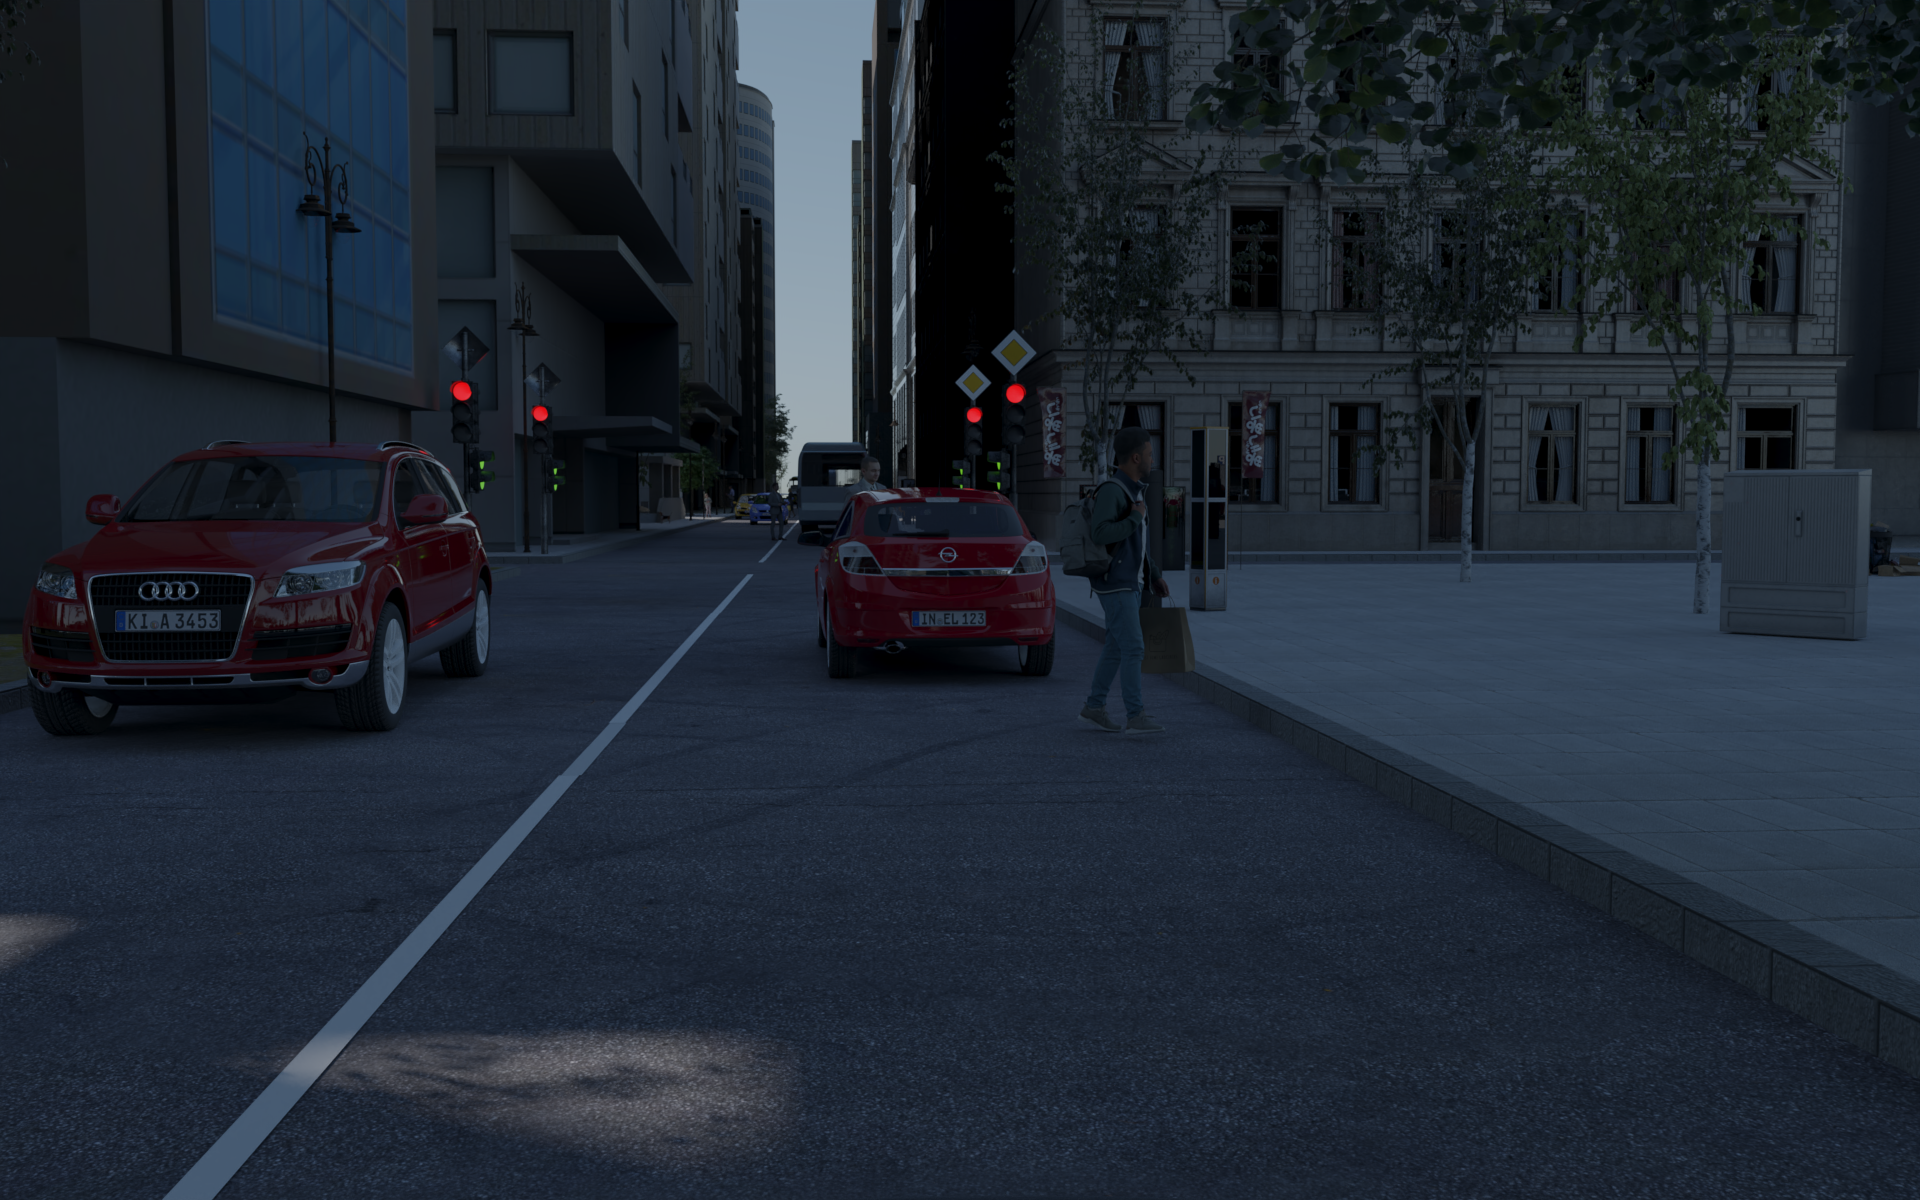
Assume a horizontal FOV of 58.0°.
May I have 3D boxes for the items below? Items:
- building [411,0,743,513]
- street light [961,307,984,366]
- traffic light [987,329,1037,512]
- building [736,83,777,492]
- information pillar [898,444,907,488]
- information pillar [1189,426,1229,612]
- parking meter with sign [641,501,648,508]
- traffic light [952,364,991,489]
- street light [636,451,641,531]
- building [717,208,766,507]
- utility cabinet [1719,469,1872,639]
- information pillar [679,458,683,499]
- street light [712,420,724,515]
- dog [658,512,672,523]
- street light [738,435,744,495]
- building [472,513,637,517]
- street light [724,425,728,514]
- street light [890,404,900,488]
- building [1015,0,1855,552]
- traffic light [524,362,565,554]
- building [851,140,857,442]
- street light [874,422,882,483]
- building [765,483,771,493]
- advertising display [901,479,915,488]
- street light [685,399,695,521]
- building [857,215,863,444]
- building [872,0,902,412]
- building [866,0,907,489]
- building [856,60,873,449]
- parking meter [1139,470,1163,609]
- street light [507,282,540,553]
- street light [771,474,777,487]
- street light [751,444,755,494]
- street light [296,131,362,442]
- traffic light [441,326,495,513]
[{"bbox_3d":[-33.187,-34.374,151.261,28.713,52.752,27.495,0,4,-5],"label":"building"},{"bbox_3d":[0.303,-4.297,43.050,0.468,5.910,1.993,0,4,-5],"label":"street light"},{"bbox_3d":[0.898,-2.494,29.699,0.839,4.253,0.868,0,4,-5],"label":"traffic light"},{"bbox_3d":[-37.070,-43.023,245.427,21.231,58.520,28.212,0,4,-5],"label":"building"},{"bbox_3d":[-2.651,-5.467,80.732,0.504,3.616,0.183,2,4,35],"label":"information pillar"},{"bbox_3d":[2.729,-0.888,19.011,0.304,2.012,0.304,-2,4,-28],"label":"information pillar"},{"bbox_3d":[-19.358,-6.508,102.666,1.738,3.016,0.543,-3,4,-37],"label":"parking meter with sign"},{"bbox_3d":[0.265,-2.981,37.660,0.839,4.253,0.868,0,4,-5],"label":"traffic light"},{"bbox_3d":[-11.281,-5.368,60.552,0.468,5.910,1.993,0,4,-5],"label":"street light"},{"bbox_3d":[-26.845,-24.561,173.271,14.160,30.474,14.107,0,4,-5],"label":"building"},{"bbox_3d":[7.477,-0.420,15.540,0.318,1.500,1.173,-3,5,-42],"label":"utility cabinet"},{"bbox_3d":[-17.362,-7.079,107.102,0.504,3.616,0.183,2,4,28],"label":"information pillar"},{"bbox_3d":[-14.940,-8.161,106.218,0.468,5.910,1.993,0,4,-5],"label":"street light"},{"bbox_3d":[-12.853,-3.592,75.558,0.406,0.507,0.540,1,4,22],"label":"dog"},{"bbox_3d":[-17.253,-10.006,136.385,0.468,5.910,1.993,0,4,-5],"label":"street light"},{"bbox_3d":[-31.009,-32.679,123.546,28.713,52.752,27.495,0,4,-5],"label":"building"},{"bbox_3d":[-15.448,-8.603,113.441,0.468,5.910,1.993,0,4,-5],"label":"street light"},{"bbox_3d":[-3.350,-7.105,88.953,0.468,5.910,1.993,0,4,-5],"label":"street light"},{"bbox_3d":[10.785,-10.918,43.130,19.286,19.102,10.561,0,4,-5],"label":"building"},{"bbox_3d":[-8.866,-2.936,36.920,0.839,4.253,0.868,0,4,-5],"label":"traffic light"},{"bbox_3d":[-5.715,-31.795,203.434,14.154,41.232,14.086,0,4,-5],"label":"building"},{"bbox_3d":[-5.266,-8.513,111.969,0.468,5.910,1.993,0,4,-5],"label":"street light"},{"bbox_3d":[-40.387,-32.276,219.588,32.217,40.220,23.993,0,4,-5],"label":"building"},{"bbox_3d":[-2.187,-4.151,73.090,0.123,1.923,0.974,2,4,30],"label":"advertising display"},{"bbox_3d":[-13.006,-6.772,83.502,0.468,5.910,1.993,0,4,-5],"label":"street light"},{"bbox_3d":[-3.761,-25.087,181.874,14.160,30.474,14.107,0,4,-5],"label":"building"},{"bbox_3d":[-0.638,-30.779,153.345,14.600,45.320,14.200,0,4,-5],"label":"building"},{"bbox_3d":[4.386,-49.981,129.857,22.319,86.520,31.000,0,4,-5],"label":"building"},{"bbox_3d":[-2.491,-29.599,167.532,14.154,41.232,14.086,0,4,-5],"label":"building"},{"bbox_3d":[1.969,-0.614,18.447,0.372,1.533,0.369,0,3,0],"label":"parking meter"},{"bbox_3d":[-9.507,-3.980,37.858,0.468,5.910,1.993,0,4,-5],"label":"street light"},{"bbox_3d":[-23.893,-15.114,219.894,0.468,5.910,1.993,0,4,-5],"label":"street light"},{"bbox_3d":[-19.048,-11.396,159.119,0.468,5.910,1.993,0,4,-5],"label":"street light"},{"bbox_3d":[-8.202,-3.047,22.601,0.468,5.910,1.993,0,4,-5],"label":"street light"},{"bbox_3d":[-8.233,-2.449,28.960,0.839,4.253,0.868,0,4,-5],"label":"traffic light"}]
